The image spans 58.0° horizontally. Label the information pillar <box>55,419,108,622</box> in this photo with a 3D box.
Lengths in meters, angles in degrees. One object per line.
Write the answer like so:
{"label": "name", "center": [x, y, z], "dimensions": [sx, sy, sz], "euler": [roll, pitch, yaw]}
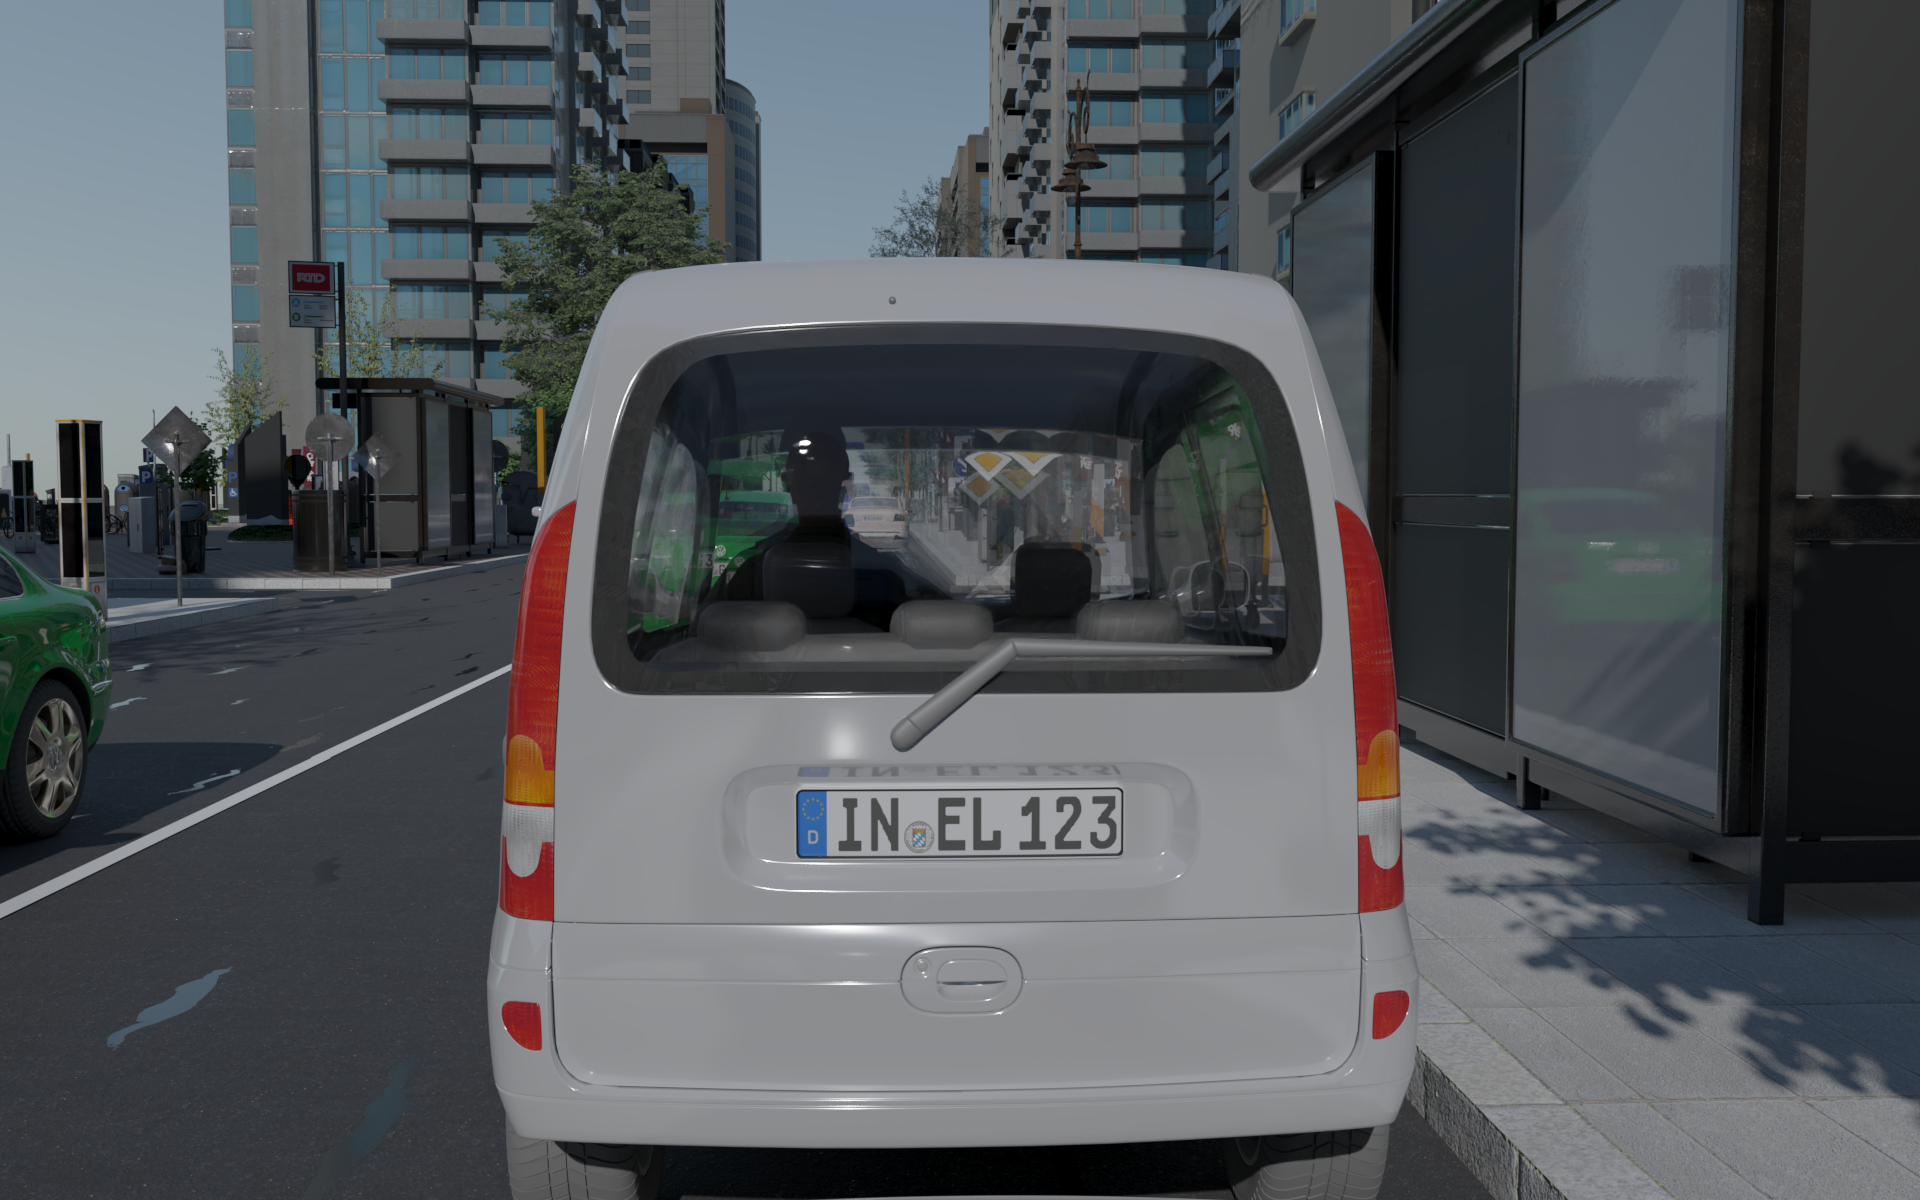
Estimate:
{"label": "information pillar", "center": [-8.729, -0.779, 17.222], "dimensions": [0.304, 2.012, 0.304], "euler": [1, 4, 11]}

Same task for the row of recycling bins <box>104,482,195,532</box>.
{"label": "row of recycling bins", "center": [-27.612, -3.131, 58.297], "dimensions": [3.534, 1.692, 1.069], "euler": [-1, 4, -9]}

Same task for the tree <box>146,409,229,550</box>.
{"label": "tree", "center": [-17.550, -2.763, 39.770], "dimensions": [1.663, 3.219, 1.824], "euler": [0, 3, 0]}

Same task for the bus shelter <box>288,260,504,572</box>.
{"label": "bus shelter", "center": [-10.595, -3.363, 32.612], "dimensions": [2.179, 5.291, 8.768], "euler": [0, 4, -3]}

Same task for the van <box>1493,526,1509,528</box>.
{"label": "van", "center": [9.298, -1.066, 24.436], "dimensions": [4.112, 2.044, 2.013], "euler": [0, 4, -3]}

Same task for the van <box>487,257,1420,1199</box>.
{"label": "van", "center": [-0.082, 0.139, 4.740], "dimensions": [2.013, 2.044, 4.112], "euler": [0, 4, -2]}

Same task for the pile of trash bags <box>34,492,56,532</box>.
{"label": "pile of trash bags", "center": [-31.562, -3.074, 60.011], "dimensions": [3.447, 1.369, 1.912], "euler": [3, 4, 36]}

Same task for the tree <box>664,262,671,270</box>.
{"label": "tree", "center": [-13.539, -10.216, 84.033], "dimensions": [9.611, 12.733, 9.660], "euler": [0, 3, 0]}

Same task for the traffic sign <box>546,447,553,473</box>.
{"label": "traffic sign", "center": [-10.862, -2.847, 46.656], "dimensions": [0.768, 2.556, 0.104], "euler": [0, 4, 2]}

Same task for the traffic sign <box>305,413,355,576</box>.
{"label": "traffic sign", "center": [-9.881, -1.656, 27.176], "dimensions": [0.768, 2.556, 0.104], "euler": [0, 4, -2]}

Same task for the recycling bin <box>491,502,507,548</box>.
{"label": "recycling bin", "center": [-11.298, -1.758, 41.291], "dimensions": [0.722, 1.027, 0.722], "euler": [2, 4, 28]}

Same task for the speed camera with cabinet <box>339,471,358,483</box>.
{"label": "speed camera with cabinet", "center": [-24.684, -4.532, 68.429], "dimensions": [0.660, 3.252, 2.038], "euler": [2, 4, 32]}

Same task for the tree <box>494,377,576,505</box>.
{"label": "tree", "center": [-11.033, -3.984, 48.855], "dimensions": [4.285, 4.588, 4.351], "euler": [0, 3, 0]}

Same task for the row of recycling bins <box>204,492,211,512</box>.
{"label": "row of recycling bins", "center": [-32.652, -3.980, 72.184], "dimensions": [3.534, 1.692, 1.069], "euler": [2, 4, 26]}

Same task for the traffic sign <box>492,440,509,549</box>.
{"label": "traffic sign", "center": [-10.925, -2.473, 40.532], "dimensions": [0.768, 2.556, 0.104], "euler": [0, 4, 0]}

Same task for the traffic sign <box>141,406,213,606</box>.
{"label": "traffic sign", "center": [-8.929, -0.987, 19.772], "dimensions": [0.795, 2.450, 0.064], "euler": [0, 4, -3]}

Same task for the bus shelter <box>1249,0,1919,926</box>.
{"label": "bus shelter", "center": [2.958, -1.936, 9.286], "dimensions": [2.179, 5.291, 8.768], "euler": [0, 4, -3]}

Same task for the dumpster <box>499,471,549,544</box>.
{"label": "dumpster", "center": [-11.047, -2.364, 44.415], "dimensions": [1.264, 1.857, 1.865], "euler": [0, 4, -3]}

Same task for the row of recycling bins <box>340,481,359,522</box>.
{"label": "row of recycling bins", "center": [-19.438, -2.899, 54.508], "dimensions": [1.069, 1.692, 3.534], "euler": [-1, 4, -12]}

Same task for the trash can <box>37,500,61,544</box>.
{"label": "trash can", "center": [-23.278, -2.007, 44.464], "dimensions": [0.748, 1.137, 0.748], "euler": [0, 3, 0]}

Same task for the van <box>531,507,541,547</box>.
{"label": "van", "center": [-5.951, -1.326, 28.690], "dimensions": [2.013, 2.044, 4.112], "euler": [0, 4, -2]}

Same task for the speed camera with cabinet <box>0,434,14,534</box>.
{"label": "speed camera with cabinet", "center": [-31.099, -3.792, 56.336], "dimensions": [0.660, 3.252, 2.038], "euler": [0, 4, 0]}

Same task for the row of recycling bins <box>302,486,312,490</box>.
{"label": "row of recycling bins", "center": [-27.072, -4.040, 73.172], "dimensions": [1.069, 1.692, 3.534], "euler": [0, 4, -8]}

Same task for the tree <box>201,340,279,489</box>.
{"label": "tree", "center": [-34.493, -8.132, 83.322], "dimensions": [4.737, 8.622, 4.395], "euler": [0, 3, 0]}

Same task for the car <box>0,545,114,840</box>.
{"label": "car", "center": [-4.589, 0.182, 5.816], "dimensions": [1.959, 1.807, 4.718], "euler": [0, 4, -3]}

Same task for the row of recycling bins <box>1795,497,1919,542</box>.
{"label": "row of recycling bins", "center": [6.842, -0.422, 14.013], "dimensions": [1.069, 1.692, 3.534], "euler": [0, 4, 3]}

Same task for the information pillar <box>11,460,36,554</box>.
{"label": "information pillar", "center": [-20.240, -2.016, 37.450], "dimensions": [0.304, 2.012, 0.304], "euler": [1, 4, 9]}

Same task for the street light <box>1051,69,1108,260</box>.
{"label": "street light", "center": [1.319, -2.854, 19.449], "dimensions": [0.468, 5.910, 1.993], "euler": [0, 4, -3]}

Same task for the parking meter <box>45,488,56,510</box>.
{"label": "parking meter", "center": [-38.552, -3.977, 73.428], "dimensions": [0.372, 1.533, 0.369], "euler": [0, 3, 0]}

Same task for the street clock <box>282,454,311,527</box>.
{"label": "street clock", "center": [-12.096, -1.655, 31.635], "dimensions": [0.471, 2.002, 0.358], "euler": [-2, 4, -29]}

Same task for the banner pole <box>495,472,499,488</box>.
{"label": "banner pole", "center": [-22.367, -5.662, 82.590], "dimensions": [0.863, 3.779, 0.401], "euler": [1, 4, 15]}

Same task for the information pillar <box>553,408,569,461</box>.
{"label": "information pillar", "center": [-10.561, -3.349, 46.113], "dimensions": [0.504, 3.616, 0.183], "euler": [-1, 4, -10]}

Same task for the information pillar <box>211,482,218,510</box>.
{"label": "information pillar", "center": [-43.669, -5.929, 101.438], "dimensions": [0.304, 2.012, 0.304], "euler": [0, 4, -2]}

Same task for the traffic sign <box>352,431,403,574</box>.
{"label": "traffic sign", "center": [-9.323, -1.474, 27.747], "dimensions": [0.795, 2.450, 0.064], "euler": [0, 4, -3]}
